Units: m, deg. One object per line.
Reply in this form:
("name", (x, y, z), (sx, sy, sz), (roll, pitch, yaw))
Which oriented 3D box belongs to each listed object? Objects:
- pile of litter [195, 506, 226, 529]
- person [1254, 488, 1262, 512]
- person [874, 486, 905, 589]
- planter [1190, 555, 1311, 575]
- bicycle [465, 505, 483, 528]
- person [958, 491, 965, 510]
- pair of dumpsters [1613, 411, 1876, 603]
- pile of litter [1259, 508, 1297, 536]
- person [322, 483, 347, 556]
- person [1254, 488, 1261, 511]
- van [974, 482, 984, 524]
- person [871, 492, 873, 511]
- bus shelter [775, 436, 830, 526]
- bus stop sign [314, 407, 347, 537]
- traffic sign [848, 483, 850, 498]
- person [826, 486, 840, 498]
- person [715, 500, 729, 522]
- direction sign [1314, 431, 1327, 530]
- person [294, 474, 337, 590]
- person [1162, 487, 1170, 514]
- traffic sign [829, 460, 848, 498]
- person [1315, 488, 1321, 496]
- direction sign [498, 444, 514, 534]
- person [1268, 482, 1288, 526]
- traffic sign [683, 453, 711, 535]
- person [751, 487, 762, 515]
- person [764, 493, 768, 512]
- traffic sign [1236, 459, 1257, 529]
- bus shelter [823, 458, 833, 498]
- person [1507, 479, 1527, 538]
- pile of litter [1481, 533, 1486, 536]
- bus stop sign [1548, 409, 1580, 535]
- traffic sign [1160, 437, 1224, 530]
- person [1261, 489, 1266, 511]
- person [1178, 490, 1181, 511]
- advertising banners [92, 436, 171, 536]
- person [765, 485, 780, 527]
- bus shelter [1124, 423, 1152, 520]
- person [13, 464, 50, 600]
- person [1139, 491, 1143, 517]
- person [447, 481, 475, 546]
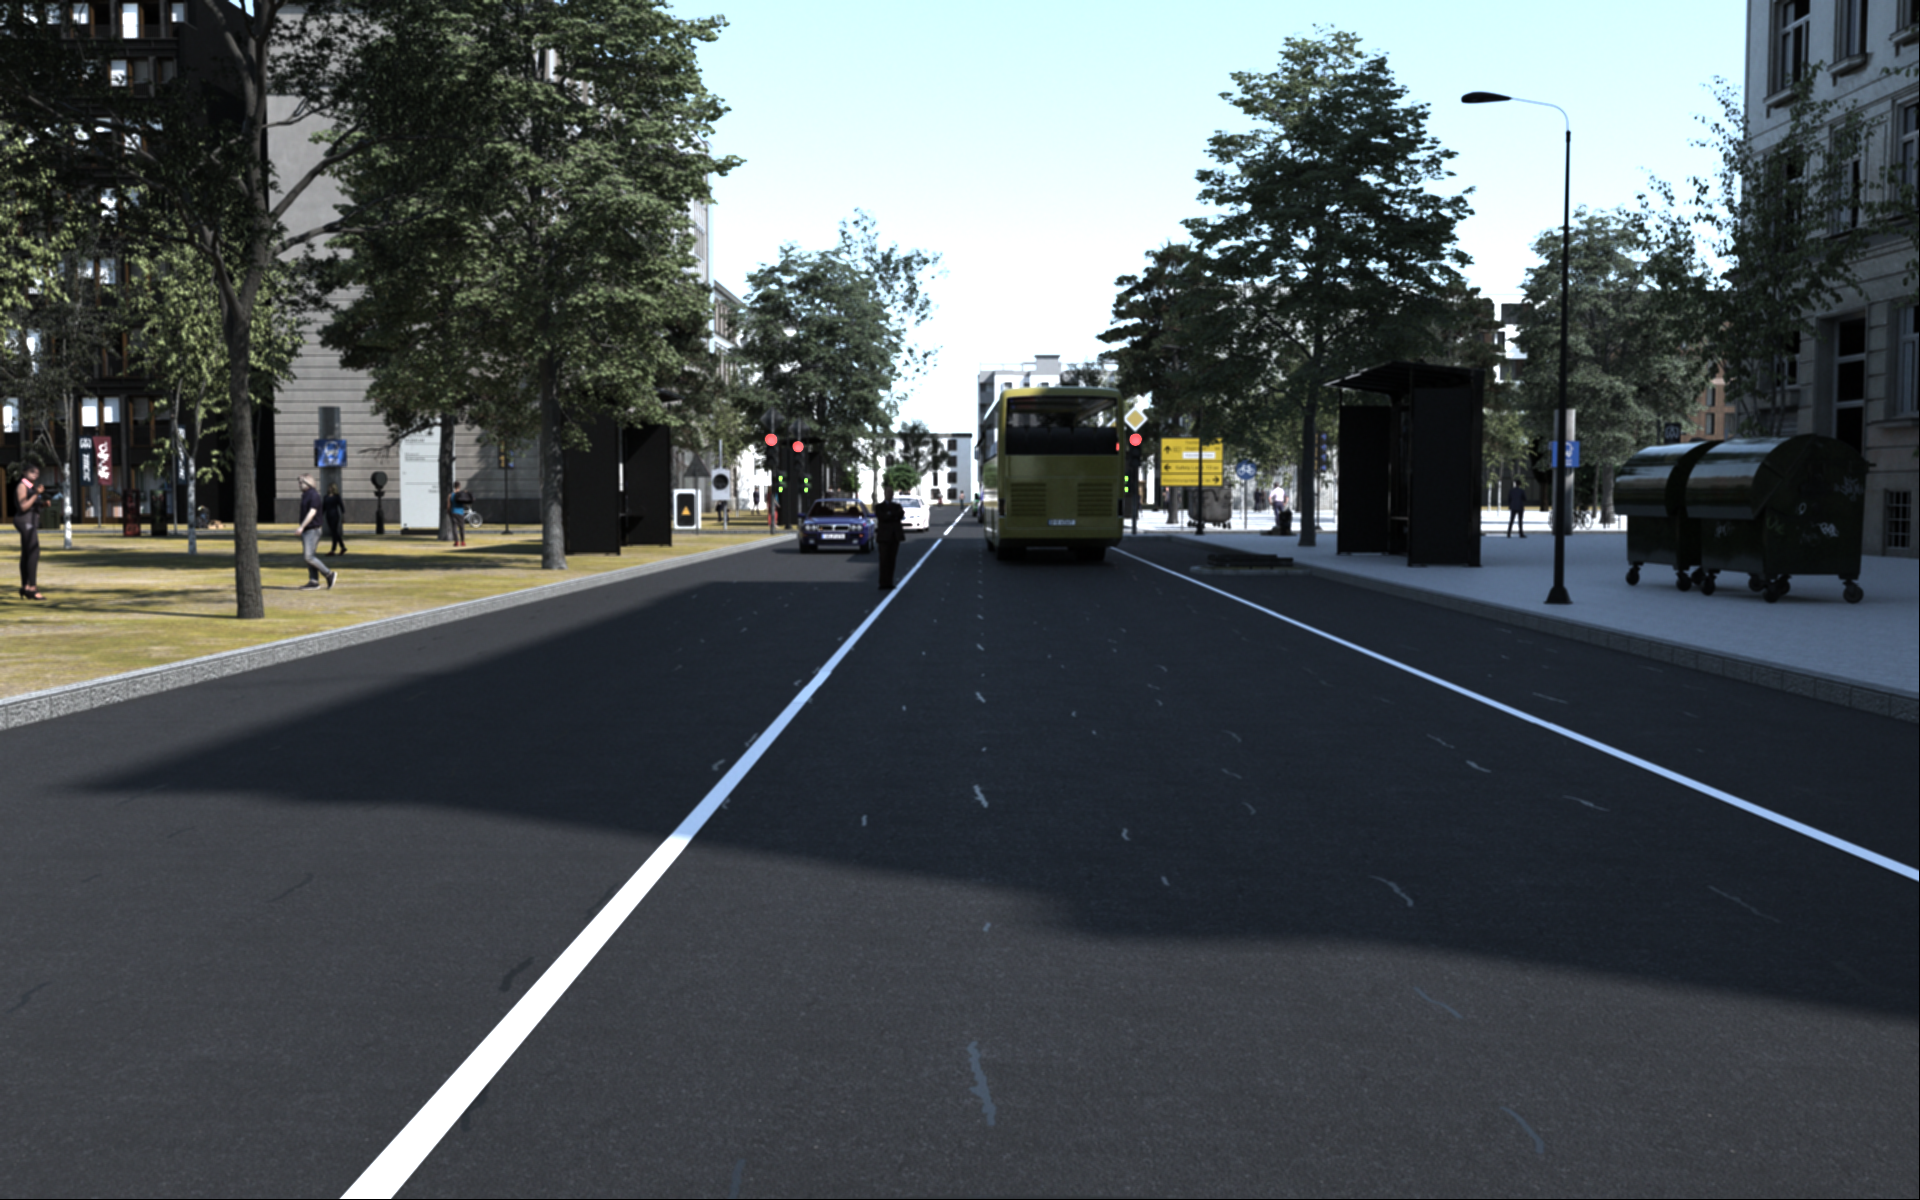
("pile of litter", (-27.850, -3.084, 64.394), (1.176, 0.858, 1.719), (1, 4, 8))
("person", (21.527, -7.232, 125.207), (0.541, 1.710, 0.530), (2, 4, 27))
("person", (-1.044, -0.940, 26.136), (0.482, 1.546, 0.388), (-1, 4, -20))
("planter", (5.240, -0.642, 31.642), (1.991, 0.319, 1.994), (0, 4, 1))
("bicycle", (-18.881, -3.212, 65.741), (1.543, 0.972, 0.635), (-2, 4, -33))
("person", (0.102, -9.165, 159.054), (0.721, 1.736, 1.217), (2, 4, 28))
("pair of dumpsters", (9.975, -1.211, 22.298), (1.574, 2.255, 4.436), (0, 4, 1))
("pile of litter", (9.852, -2.430, 53.695), (1.176, 0.858, 1.719), (1, 4, 13))
("person", (-13.030, -1.682, 36.084), (0.480, 1.512, 0.613), (0, 4, -1))
("person", (22.460, -7.571, 130.647), (0.431, 1.722, 0.655), (-1, 4, -12))
("van", (1.873, -4.966, 85.583), (2.240, 2.365, 5.245), (0, 4, -1))
("person", (-6.545, -7.692, 132.732), (0.541, 1.710, 0.530), (1, 4, 9))
("bus shelter", (-6.558, -4.973, 72.590), (1.731, 3.624, 6.357), (0, 4, 0))
("bus stop sign", (-19.026, -3.875, 52.373), (0.837, 3.901, 0.837), (-2, 4, -26))
("traffic sign", (-6.450, -6.196, 101.308), (0.884, 2.594, 0.081), (0, 4, 1))
("person", (-6.764, -5.214, 92.087), (0.742, 1.727, 0.445), (-2, 4, -33))
("person", (-10.891, -4.342, 79.246), (0.590, 1.554, 0.614), (0, 4, 3))
("direction sign", (12.841, -4.284, 62.043), (0.876, 3.537, 0.379), (-3, 5, -42))
("person", (-8.642, -0.913, 23.186), (0.471, 1.553, 0.569), (0, 4, 5))
("person", (12.999, -6.244, 108.660), (0.617, 1.759, 0.750), (0, 4, 2))
("traffic sign", (-7.765, -6.636, 102.372), (2.265, 3.308, 0.079), (0, 4, 2))
("person", (17.281, -4.776, 84.929), (0.742, 1.727, 0.445), (-1, 4, -11))
("direction sign", (-14.448, -3.862, 55.147), (0.379, 3.537, 0.876), (1, 4, 16))
("person", (11.453, -3.395, 62.498), (0.756, 1.711, 0.436), (0, 4, -4))
("traffic sign", (-8.254, -3.323, 54.340), (0.884, 2.594, 0.081), (0, 4, 5))
("person", (-12.494, -6.070, 106.212), (0.530, 1.710, 0.541), (-3, 4, -38))
("person", (-13.793, -7.104, 124.256), (0.516, 1.574, 0.319), (0, 4, -3))
("traffic sign", (10.384, -3.839, 62.882), (0.768, 2.556, 0.104), (0, 4, 8))
("bus shelter", (-8.542, -7.295, 96.901), (2.179, 5.291, 8.768), (0, 4, 1))
("person", (16.387, -2.689, 50.931), (0.530, 1.710, 0.541), (-3, 5, -43))
("pile of litter", (15.763, -2.449, 54.006), (1.176, 0.858, 1.719), (0, 4, 7))
("bus stop sign", (18.782, -3.969, 53.906), (0.837, 3.901, 0.837), (1, 4, 11))
("traffic sign", (8.222, -4.136, 61.491), (2.265, 3.308, 0.079), (0, 4, 2))
("person", (22.669, -7.468, 129.618), (0.415, 1.643, 0.593), (2, 4, 31))
("person", (16.492, -7.545, 131.612), (0.471, 1.553, 0.569), (0, 4, -6))
("advertising banners", (-25.062, -3.438, 52.404), (2.074, 3.025, 0.090), (-2, 4, -29))
("person", (-7.186, -3.589, 66.423), (0.444, 1.614, 0.593), (-2, 4, -25))
("bus shelter", (8.407, -6.769, 88.311), (2.179, 5.291, 8.768), (0, 4, 1))
("person", (-11.248, -0.828, 21.055), (0.593, 1.643, 0.415), (2, 4, 25))
("person", (9.877, -5.321, 95.587), (0.613, 1.512, 0.480), (3, 5, 39))
("person", (-12.268, -2.119, 42.552), (0.647, 1.594, 0.662), (-2, 4, -25))
